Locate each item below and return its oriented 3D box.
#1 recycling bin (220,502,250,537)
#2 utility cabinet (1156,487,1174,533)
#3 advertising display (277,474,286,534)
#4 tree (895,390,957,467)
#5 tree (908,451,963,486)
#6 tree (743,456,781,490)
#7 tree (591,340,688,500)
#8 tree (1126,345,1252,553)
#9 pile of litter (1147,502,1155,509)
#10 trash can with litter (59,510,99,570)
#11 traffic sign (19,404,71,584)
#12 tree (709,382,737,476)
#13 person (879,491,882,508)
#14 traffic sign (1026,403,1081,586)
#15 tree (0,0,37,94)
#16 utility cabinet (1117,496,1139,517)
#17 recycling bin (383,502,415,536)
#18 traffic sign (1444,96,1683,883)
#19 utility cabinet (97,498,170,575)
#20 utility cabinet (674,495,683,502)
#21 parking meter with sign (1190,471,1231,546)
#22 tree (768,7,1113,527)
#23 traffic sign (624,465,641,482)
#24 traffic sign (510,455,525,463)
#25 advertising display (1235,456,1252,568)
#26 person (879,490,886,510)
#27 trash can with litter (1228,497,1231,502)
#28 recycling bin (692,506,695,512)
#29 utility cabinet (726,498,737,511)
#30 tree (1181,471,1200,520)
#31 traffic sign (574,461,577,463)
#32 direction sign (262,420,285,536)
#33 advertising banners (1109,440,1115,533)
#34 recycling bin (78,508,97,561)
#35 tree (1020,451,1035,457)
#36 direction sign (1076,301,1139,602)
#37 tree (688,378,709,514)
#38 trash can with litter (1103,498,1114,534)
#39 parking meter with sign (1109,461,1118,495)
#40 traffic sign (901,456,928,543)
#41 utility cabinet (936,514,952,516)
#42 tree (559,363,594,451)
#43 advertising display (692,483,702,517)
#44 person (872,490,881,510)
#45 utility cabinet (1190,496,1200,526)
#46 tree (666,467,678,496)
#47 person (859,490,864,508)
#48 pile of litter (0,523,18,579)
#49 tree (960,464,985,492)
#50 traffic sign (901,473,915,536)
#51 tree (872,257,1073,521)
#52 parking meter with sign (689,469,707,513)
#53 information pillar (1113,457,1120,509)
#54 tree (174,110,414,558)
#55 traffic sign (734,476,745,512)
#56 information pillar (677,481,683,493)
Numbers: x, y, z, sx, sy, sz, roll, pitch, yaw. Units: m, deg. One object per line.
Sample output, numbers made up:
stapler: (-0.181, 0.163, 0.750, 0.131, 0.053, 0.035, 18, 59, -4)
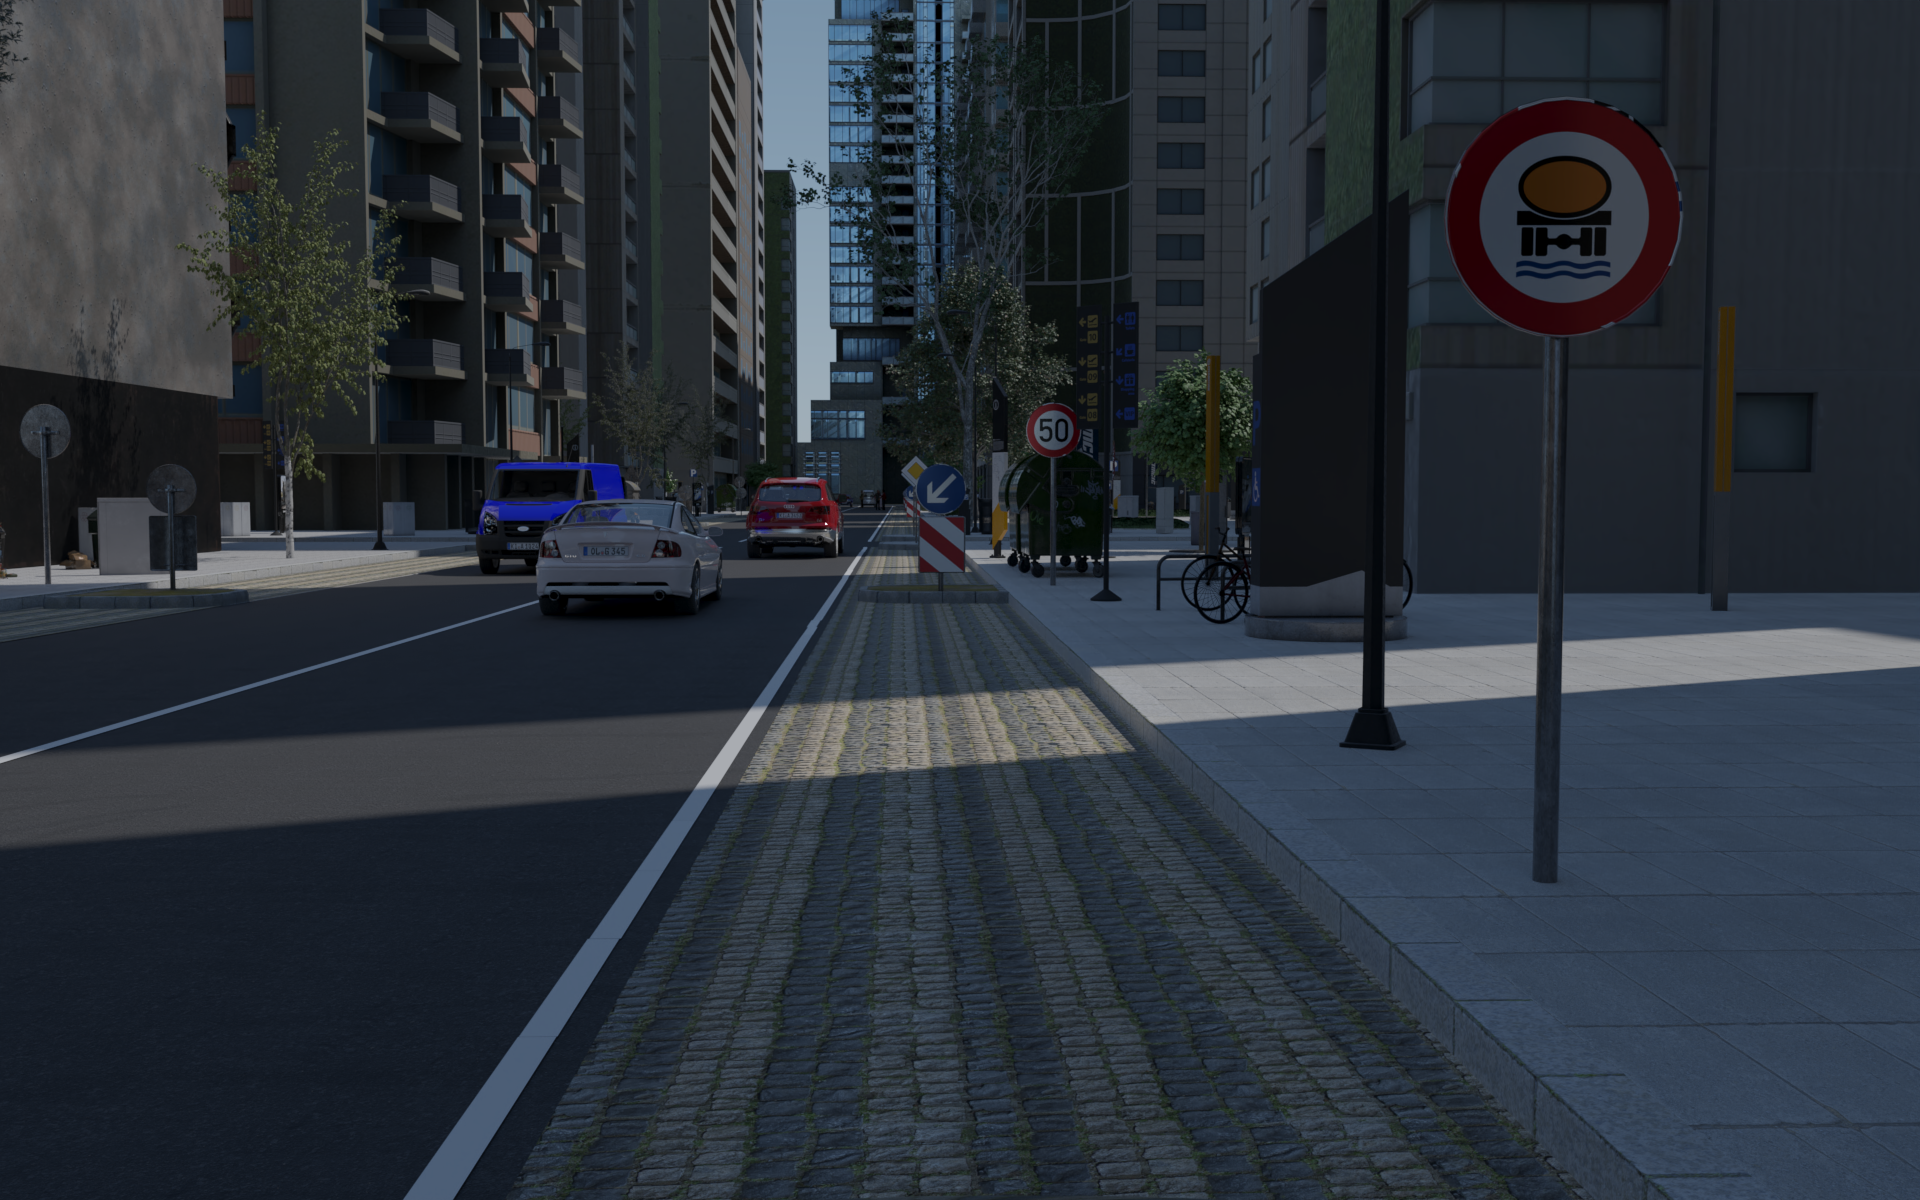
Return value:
recycling bin: (-22.089, -2.449, 52.600, 0.722, 1.027, 0.722, 2, 4, 24)
utility cabinet: (6.624, -2.899, 56.074, 0.318, 1.500, 1.173, 1, 4, 20)
advertising display: (-22.175, -3.149, 56.701, 0.123, 1.923, 0.974, -1, 4, -10)
tree: (-1.687, -12.312, 135.715, 7.601, 10.594, 8.767, 1, 4, 17)
tree: (-1.364, -7.745, 110.350, 4.285, 4.588, 4.351, 0, 3, 0)
tree: (-16.990, -10.090, 148.685, 4.285, 4.588, 4.351, 0, 3, 0)
tree: (-15.428, -8.082, 82.498, 4.360, 8.622, 3.978, 0, 3, 0)
tree: (5.386, -3.330, 38.163, 4.285, 4.588, 4.351, 0, 3, 0)
pile of litter: (11.073, -5.287, 100.400, 1.719, 0.858, 1.176, 1, 4, 18)
trash can with litter: (-14.802, -1.118, 29.668, 0.624, 1.170, 1.055, 2, 4, 32)
traffic sign: (-12.989, -1.498, 24.593, 0.768, 2.556, 0.104, 0, 4, 6)
tree: (-16.786, -9.963, 113.257, 4.360, 8.622, 3.978, 0, 3, 0)
person: (-8.100, -10.102, 174.340, 0.551, 1.740, 0.621, -1, 4, -21)
traffic sign: (1.307, -1.475, 24.230, 0.768, 2.556, 0.104, 0, 4, 0)
tree: (-13.491, -6.348, 14.165, 12.009, 13.543, 11.850, 0, 3, 0)
utility cabinet: (6.546, -3.449, 67.555, 0.306, 1.237, 1.020, -2, 4, -30)
recycling bin: (-17.311, -2.501, 53.443, 0.722, 1.027, 0.722, -3, 5, -43)
traffic sign: (1.941, -0.340, 5.668, 0.768, 2.556, 0.104, 0, 3, 0)
utility cabinet: (-13.149, -1.004, 27.580, 1.020, 1.237, 0.306, -2, 4, -24)
utility cabinet: (-15.625, -5.246, 96.931, 0.306, 1.237, 1.020, 1, 4, 18)
parking meter with sign: (6.386, -2.903, 43.726, 0.543, 3.016, 1.738, 2, 4, 33)
tree: (-0.701, -13.006, 68.531, 12.611, 20.169, 13.585, 0, 3, 0)
traffic sign: (-14.556, -4.687, 76.633, 0.884, 2.594, 0.081, 0, 4, 6)
traffic sign: (-11.487, -2.528, 44.968, 0.795, 2.450, 0.064, 0, 4, -2)
advertising display: (4.937, -1.521, 30.088, 0.123, 1.923, 0.974, 1, 4, 21)
person: (-6.725, -8.740, 151.357, 0.705, 1.831, 1.348, 2, 4, 24)
trash can with litter: (14.914, -5.088, 94.572, 1.055, 1.170, 0.624, 0, 4, 0)
recycling bin: (-18.422, -6.693, 121.984, 0.722, 1.027, 0.722, -1, 4, -22)
utility cabinet: (-16.765, -7.257, 127.333, 0.318, 1.500, 1.173, 1, 4, 22)
tree: (11.546, -5.491, 84.387, 1.663, 3.219, 1.824, 0, 3, 0)
traffic sign: (-11.758, -3.016, 52.948, 0.795, 2.450, 0.064, 0, 4, -2)
direction sign: (-21.118, -3.755, 53.387, 0.876, 3.537, 0.379, 1, 4, 23)
advertising banners: (4.968, -3.723, 57.057, 0.090, 3.025, 2.074, 0, 4, -1)
recycling bin: (-15.766, -1.192, 32.051, 0.722, 1.027, 0.722, 1, 4, 16)
tree: (2.187, -2.888, 41.814, 1.663, 3.219, 1.824, 0, 3, 0)
direction sign: (1.757, -1.757, 20.731, 0.876, 3.537, 0.379, 3, 5, 40)
tree: (-16.274, -8.758, 93.557, 4.360, 8.622, 3.978, 0, 3, 0)
trash can with litter: (4.334, -2.670, 55.036, 1.055, 1.170, 0.624, -1, 4, -12)
parking meter with sign: (7.659, -5.804, 91.148, 0.543, 3.016, 1.738, -1, 4, -23)
traffic sign: (-1.148, -2.548, 45.298, 0.795, 2.450, 0.064, 0, 4, -2)
utility cabinet: (-0.923, -5.607, 102.836, 1.020, 1.237, 0.306, 2, 4, 25)
tree: (-22.123, -8.713, 92.820, 4.737, 8.622, 4.395, 0, 3, 0)
advertising display: (-14.846, -5.660, 97.756, 0.123, 1.923, 0.974, 1, 4, 17)
person: (-7.298, -8.915, 154.390, 1.348, 1.807, 0.705, -2, 4, -29)
utility cabinet: (9.764, -3.659, 70.991, 0.306, 1.237, 1.020, 2, 4, 32)
tree: (-20.460, -7.749, 121.296, 1.663, 3.219, 1.824, 0, 3, 0)
person: (-10.209, -10.476, 179.877, 0.705, 1.812, 1.348, 1, 4, 10)
pile of litter: (-15.145, -0.771, 26.576, 1.176, 0.858, 1.719, -2, 4, -29)
tree: (0.611, -6.087, 94.122, 1.663, 3.219, 1.824, 0, 3, 0)
traffic sign: (-1.419, -3.036, 53.278, 0.795, 2.450, 0.064, 0, 4, -2)
tree: (0.644, -10.198, 83.748, 9.611, 12.733, 9.660, 0, 3, 0)
parking meter with sign: (-18.082, -7.566, 119.968, 0.543, 3.016, 1.738, -3, 4, -36)
information pillar: (9.341, -6.866, 103.607, 0.504, 3.616, 0.183, -1, 4, -11)
tree: (-13.147, -5.140, 34.397, 4.737, 8.622, 4.395, 0, 3, 0)
traffic sign: (-15.961, -7.665, 125.434, 0.768, 2.556, 0.104, 0, 4, 1)
information pillar: (-16.196, -5.864, 100.370, 0.304, 2.012, 0.304, 0, 4, 1)
